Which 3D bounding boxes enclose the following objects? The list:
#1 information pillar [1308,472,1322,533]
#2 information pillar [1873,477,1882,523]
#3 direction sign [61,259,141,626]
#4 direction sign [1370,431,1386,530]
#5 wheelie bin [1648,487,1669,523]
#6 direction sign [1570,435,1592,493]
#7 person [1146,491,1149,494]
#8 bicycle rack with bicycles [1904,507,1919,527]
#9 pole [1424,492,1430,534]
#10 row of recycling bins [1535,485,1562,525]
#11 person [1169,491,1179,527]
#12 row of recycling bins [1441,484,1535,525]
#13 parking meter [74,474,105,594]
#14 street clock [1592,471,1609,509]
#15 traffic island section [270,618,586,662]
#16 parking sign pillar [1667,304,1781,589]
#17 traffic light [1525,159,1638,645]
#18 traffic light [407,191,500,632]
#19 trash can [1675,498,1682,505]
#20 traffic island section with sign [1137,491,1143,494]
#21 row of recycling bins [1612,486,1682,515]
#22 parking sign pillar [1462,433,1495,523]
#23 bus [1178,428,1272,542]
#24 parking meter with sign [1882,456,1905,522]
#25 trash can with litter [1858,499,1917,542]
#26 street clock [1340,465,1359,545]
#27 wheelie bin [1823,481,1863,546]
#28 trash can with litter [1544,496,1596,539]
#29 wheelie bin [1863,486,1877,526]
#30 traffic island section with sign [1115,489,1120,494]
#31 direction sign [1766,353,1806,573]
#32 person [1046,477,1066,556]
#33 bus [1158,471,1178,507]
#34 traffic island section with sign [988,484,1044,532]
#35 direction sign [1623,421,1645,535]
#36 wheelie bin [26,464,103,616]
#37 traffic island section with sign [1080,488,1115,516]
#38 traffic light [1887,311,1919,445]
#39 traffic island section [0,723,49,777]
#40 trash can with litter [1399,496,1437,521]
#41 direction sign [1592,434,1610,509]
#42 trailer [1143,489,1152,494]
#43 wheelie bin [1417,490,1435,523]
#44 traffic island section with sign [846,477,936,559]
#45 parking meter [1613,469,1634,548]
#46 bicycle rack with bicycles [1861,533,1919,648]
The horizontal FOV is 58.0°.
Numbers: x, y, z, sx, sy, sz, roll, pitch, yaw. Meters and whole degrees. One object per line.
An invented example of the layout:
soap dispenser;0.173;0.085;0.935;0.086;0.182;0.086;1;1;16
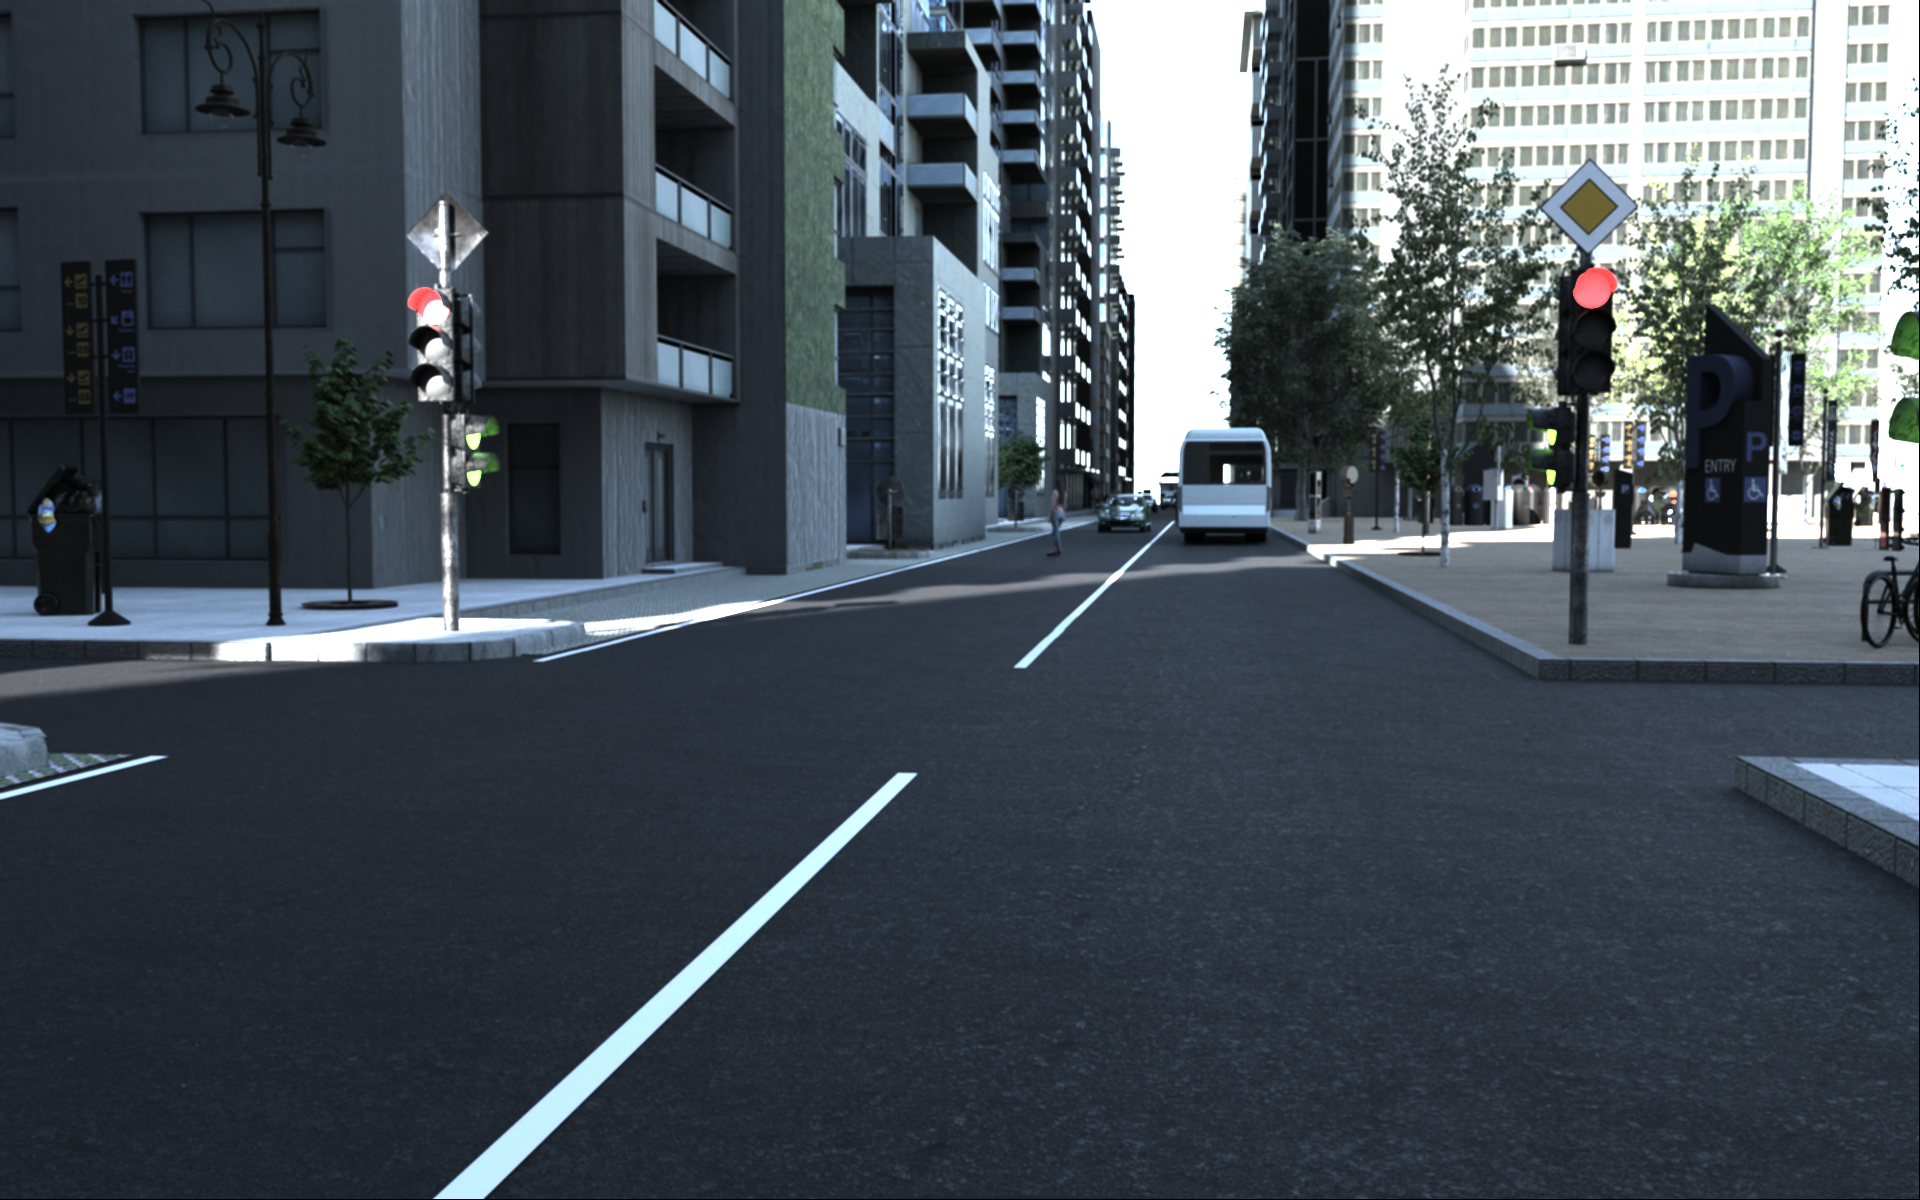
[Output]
information pillar;11.612;-3.191;56.672;0.304;2.012;0.304;3;5;44
information pillar;40.095;-4.356;75.706;0.304;2.012;0.304;2;4;32
direction sign;-8.355;-1.523;16.903;0.876;3.537;0.379;1;4;16
direction sign;14.960;-4.287;62.093;0.876;3.537;0.379;-3;5;-40
wheelie bin;31.033;-4.218;76.869;0.980;1.594;0.693;-2;4;-30
direction sign;22.005;-4.282;62.000;0.379;3.537;0.876;-2;4;-34
person;19.876;-10.714;184.504;0.721;1.723;1.217;-3;5;-39
bicycle rack with bicycles;38.701;-3.317;67.610;2.925;0.926;2.852;3;4;38
pole;14.878;-3.752;55.190;0.158;3.312;0.155;0;3;0
row of recycling bins;23.826;-4.072;73.688;3.534;1.692;1.069;2;4;34
person;9.647;-4.159;76.280;0.659;1.850;0.755;2;4;28
row of recycling bins;21.652;-3.935;71.448;3.534;1.692;1.069;0;4;6
parking meter;-11.200;-0.846;22.249;0.372;1.533;0.369;0;3;0
street clock;19.725;-2.985;53.370;0.358;2.002;0.471;-2;4;-31
traffic island section;-4.783;0.370;16.233;2.009;0.180;2.903;0;4;8
parking sign pillar;10.609;-2.171;23.967;1.447;3.967;1.447;-1;4;-11
traffic light;5.271;-1.577;14.710;0.839;4.253;0.868;0;4;8
traffic light;-4.745;-1.662;16.093;0.839;4.253;0.868;0;4;8
trash can;26.625;-3.178;63.613;0.748;1.137;0.748;0;3;0
traffic island section with sign;24.144;-13.087;222.600;1.989;1.847;2.006;0;4;8
row of recycling bins;34.056;-4.822;85.952;3.534;1.692;1.069;-1;4;-9
parking sign pillar;23.020;-5.410;76.925;1.447;3.967;1.447;0;4;5
bus;8.449;-3.664;54.770;2.948;3.499;13.247;1;4;9
parking meter with sign;42.773;-5.132;80.162;0.543;3.016;1.738;-1;4;-18
trash can with litter;25.488;-2.213;47.234;1.678;1.210;2.233;2;4;25
street clock;9.876;-2.408;43.945;0.471;2.002;0.358;-2;4;-35
wheelie bin;21.967;-2.162;43.249;0.693;1.594;0.980;1;4;15
trash can with litter;17.463;-2.330;49.151;1.678;1.210;2.233;1;4;14
wheelie bin;36.232;-3.755;69.301;0.980;1.594;0.693;-3;5;-42
traffic island section with sign;12.773;-8.126;141.483;1.989;1.847;2.006;0;4;8
direction sign;13.365;-2.222;28.327;0.379;3.537;0.876;-2;4;-31
person;2.255;-1.932;40.094;0.388;1.821;0.555;2;4;34
bus;22.955;-12.029;188.224;2.896;3.916;12.252;0;4;6
traffic island section with sign;2.141;-3.485;65.612;1.989;1.847;2.006;0;4;8
direction sign;20.942;-3.784;53.862;0.876;3.537;0.379;-2;4;-27
wheelie bin;-9.523;-0.651;18.545;0.693;1.594;0.980;-1;4;-14
traffic island section with sign;9.023;-6.491;114.758;1.989;1.847;2.006;0;4;8
traffic light;4.162;-1.094;6.802;0.839;4.253;0.868;0;4;8
traffic island section;-5.892;0.854;8.325;2.009;0.180;2.903;0;4;8
trash can with litter;22.175;-4.498;84.592;1.678;1.210;2.233;-1;4;-17
direction sign;24.247;-4.522;65.939;0.876;3.537;0.379;1;4;22
trailer;21.961;-12.007;203.368;1.471;1.999;3.904;0;4;7
wheelie bin;20.632;-4.201;76.587;0.693;1.594;0.980;0;4;-2
traffic island section with sign;-1.602;-1.853;38.917;1.989;1.847;2.006;0;4;8
parking meter;15.720;-2.162;41.053;0.399;1.863;0.255;0;4;-1
bicycle rack with bicycles;8.818;-0.075;14.616;2.925;0.926;2.852;-1;4;-17
